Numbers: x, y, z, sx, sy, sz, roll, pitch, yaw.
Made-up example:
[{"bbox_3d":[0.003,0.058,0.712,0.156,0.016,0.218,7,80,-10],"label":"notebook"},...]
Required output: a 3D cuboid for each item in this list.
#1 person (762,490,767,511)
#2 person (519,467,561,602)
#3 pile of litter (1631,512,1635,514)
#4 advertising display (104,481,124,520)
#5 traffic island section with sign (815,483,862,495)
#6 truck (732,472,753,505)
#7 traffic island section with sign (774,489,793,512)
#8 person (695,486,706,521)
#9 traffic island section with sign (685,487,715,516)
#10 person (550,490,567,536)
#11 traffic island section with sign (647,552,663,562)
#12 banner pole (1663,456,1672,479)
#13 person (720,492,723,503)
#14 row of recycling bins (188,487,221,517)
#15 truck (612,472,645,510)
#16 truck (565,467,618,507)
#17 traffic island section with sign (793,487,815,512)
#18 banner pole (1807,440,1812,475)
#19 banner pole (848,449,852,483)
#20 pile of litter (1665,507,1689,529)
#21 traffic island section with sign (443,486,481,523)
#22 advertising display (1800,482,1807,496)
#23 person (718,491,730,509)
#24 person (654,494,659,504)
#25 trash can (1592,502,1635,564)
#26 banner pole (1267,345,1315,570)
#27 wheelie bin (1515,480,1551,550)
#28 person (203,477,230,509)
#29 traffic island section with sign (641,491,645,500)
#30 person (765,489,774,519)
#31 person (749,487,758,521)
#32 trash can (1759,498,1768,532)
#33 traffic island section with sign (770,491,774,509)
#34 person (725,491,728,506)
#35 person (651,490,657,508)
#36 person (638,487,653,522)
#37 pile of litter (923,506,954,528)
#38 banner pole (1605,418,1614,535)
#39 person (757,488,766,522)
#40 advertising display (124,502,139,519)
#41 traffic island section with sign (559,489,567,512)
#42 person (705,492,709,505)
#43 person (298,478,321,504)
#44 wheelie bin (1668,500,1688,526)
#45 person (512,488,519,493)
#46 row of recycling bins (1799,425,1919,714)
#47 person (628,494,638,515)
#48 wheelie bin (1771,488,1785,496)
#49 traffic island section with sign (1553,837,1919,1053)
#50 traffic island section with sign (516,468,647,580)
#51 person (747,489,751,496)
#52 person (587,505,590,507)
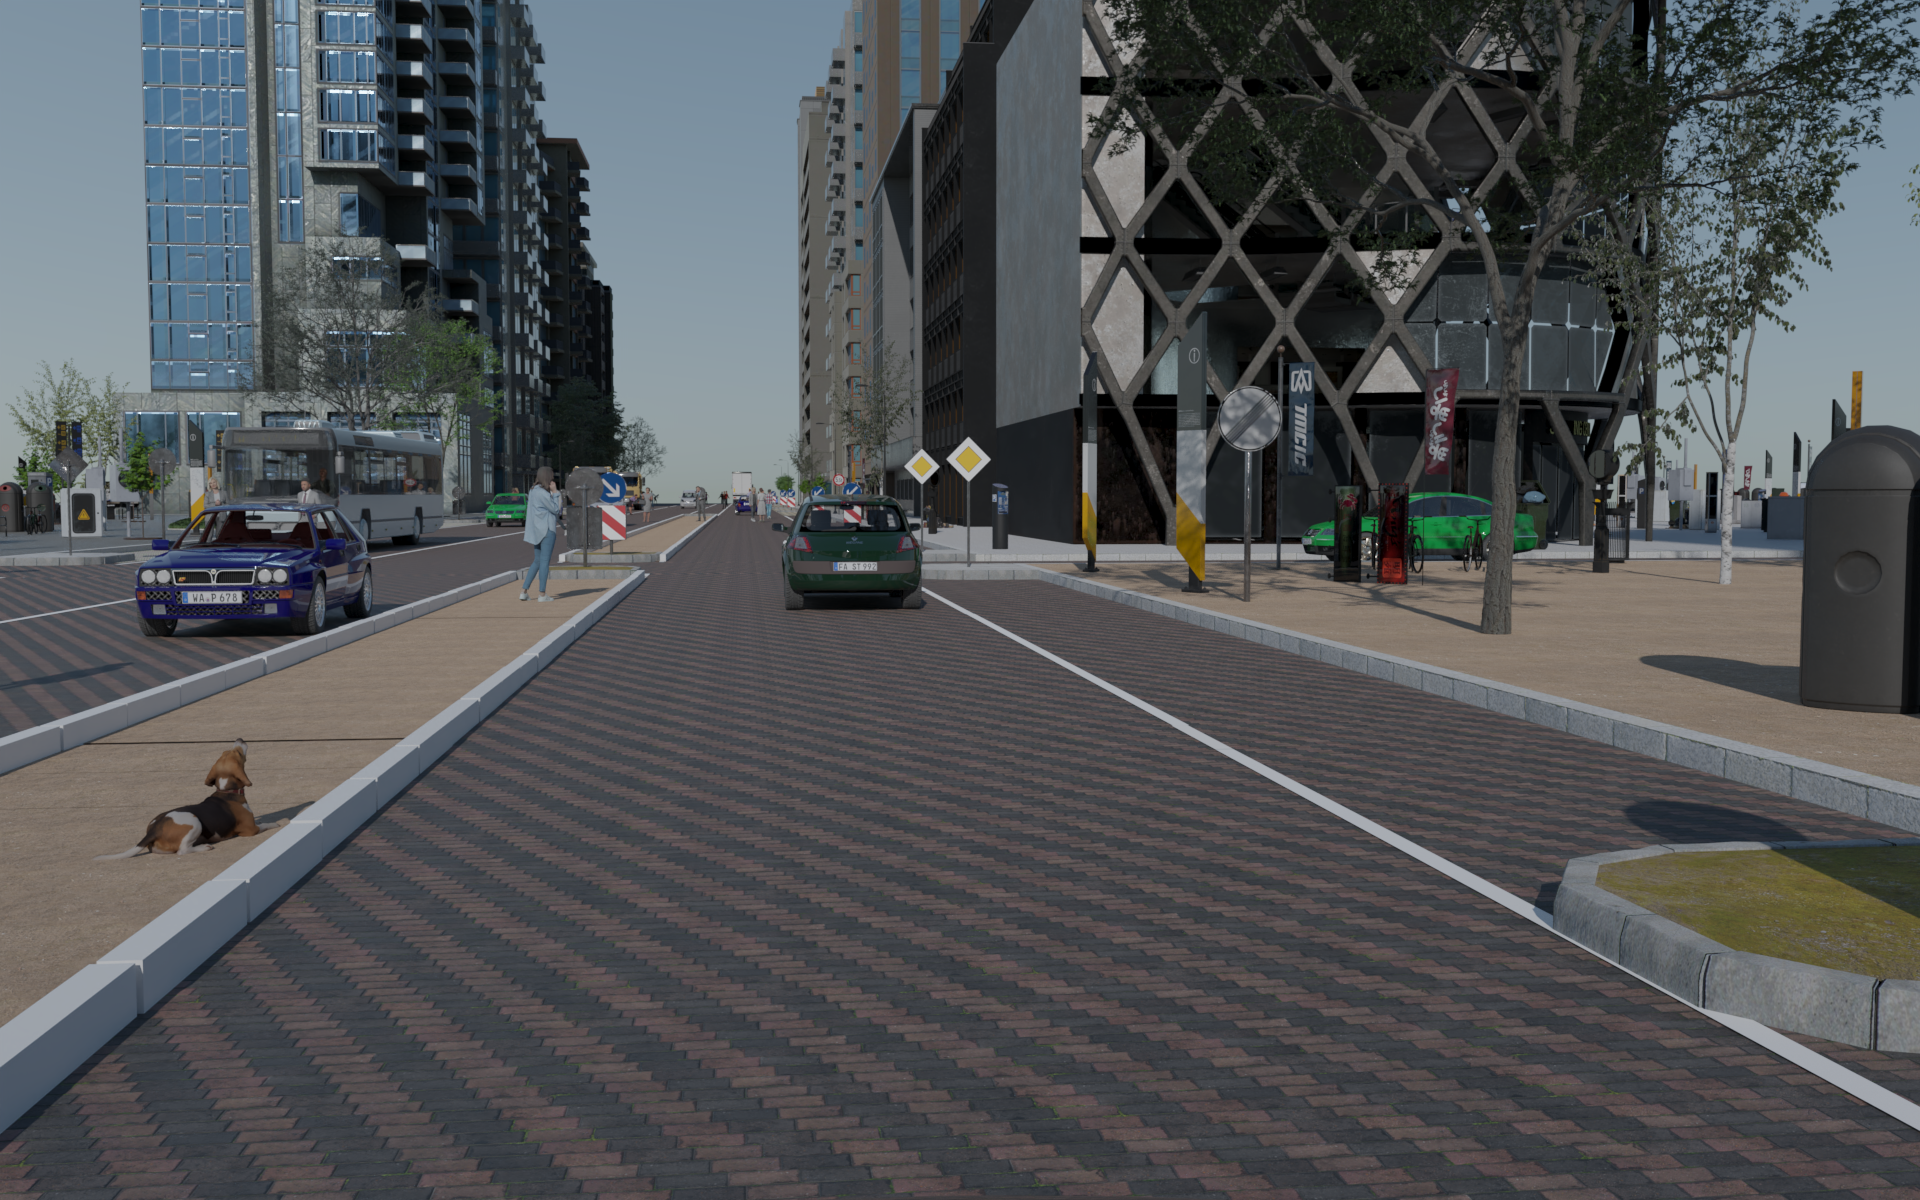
[{"bbox_3d":[-16.236,-8.255,143.914,0.683,1.767,0.568,-2,4,-31],"label":"person"},{"bbox_3d":[-5.579,-0.869,22.969,0.793,1.790,0.793,1,4,20],"label":"person"},{"bbox_3d":[44.886,-6.105,113.789,1.719,0.858,1.176,0,4,-7],"label":"pile of litter"},{"bbox_3d":[-42.739,-5.010,87.128,0.123,1.923,0.974,3,4,36],"label":"advertising display"},{"bbox_3d":[-3.919,-3.171,60.466,1.989,1.847,2.006,0,4,-7],"label":"traffic island section with sign"},{"bbox_3d":[-27.961,-14.280,222.385,2.839,4.237,11.283,0,4,-7],"label":"truck"},{"bbox_3d":[-13.450,-7.837,136.766,1.989,1.847,2.006,0,4,-7],"label":"traffic island section with sign"},{"bbox_3d":[-13.521,-5.010,90.217,0.655,1.846,0.447,1,4,20],"label":"person"},{"bbox_3d":[-16.755,-6.336,111.733,2.006,1.907,1.989,0,4,-7],"label":"traffic island section with sign"},{"bbox_3d":[-13.868,-3.129,59.501,0.661,1.843,0.795,3,5,44],"label":"person"},{"bbox_3d":[-7.433,-1.776,37.173,2.006,1.907,1.989,0,4,-7],"label":"traffic island section with sign"},{"bbox_3d":[46.486,-7.580,113.956,0.863,3.779,0.401,-1,4,-20],"label":"banner pole"},{"bbox_3d":[-36.882,-15.910,268.656,1.348,1.821,0.705,3,5,41],"label":"person"},{"bbox_3d":[-41.814,-5.470,96.547,3.534,1.692,1.069,3,4,37],"label":"row of recycling bins"},{"bbox_3d":[-29.639,-9.664,153.922,3.469,3.379,9.791,-1,4,-9],"label":"truck"},{"bbox_3d":[-26.226,-7.866,124.539,3.469,3.379,9.791,0,4,-7],"label":"truck"},{"bbox_3d":[-7.328,-4.840,87.769,1.989,1.847,2.006,0,4,-7],"label":"traffic island section with sign"},{"bbox_3d":[39.171,-5.497,79.890,0.401,3.779,0.863,3,4,39],"label":"banner pole"},{"bbox_3d":[-6.185,-6.541,96.959,0.401,3.779,0.863,1,4,11],"label":"banner pole"},{"bbox_3d":[26.949,-3.047,63.783,1.719,0.858,1.176,3,4,38],"label":"pile of litter"},{"bbox_3d":[-24.766,-4.704,85.535,1.989,1.847,2.006,0,4,-7],"label":"traffic island section with sign"},{"bbox_3d":[46.194,-5.456,94.425,0.974,1.923,0.123,0,4,-7],"label":"advertising display"},{"bbox_3d":[-22.499,-9.528,165.102,1.217,1.723,0.721,1,4,10],"label":"person"},{"bbox_3d":[-42.637,-14.174,243.437,0.799,1.438,0.628,-1,4,-9],"label":"person"},{"bbox_3d":[12.110,-1.253,32.143,0.748,1.137,0.748,0,3,0],"label":"trash can"},{"bbox_3d":[5.583,-2.392,29.120,0.863,3.779,0.401,3,4,38],"label":"banner pole"},{"bbox_3d":[13.179,-1.964,40.026,0.693,1.594,0.980,-1,4,-20],"label":"wheelie bin"},{"bbox_3d":[-15.943,-1.743,37.180,0.537,1.800,0.526,-2,4,-24],"label":"person"},{"bbox_3d":[-44.500,-14.372,243.604,1.989,1.847,2.006,0,4,-7],"label":"traffic island section with sign"},{"bbox_3d":[-11.210,-5.641,101.574,0.563,1.720,0.643,2,4,24],"label":"person"},{"bbox_3d":[-10.746,-5.016,90.690,0.709,1.800,0.728,-2,4,-29],"label":"person"},{"bbox_3d":[27.262,-2.847,58.201,0.748,1.137,0.748,0,3,0],"label":"trash can"},{"bbox_3d":[-16.889,-9.523,164.332,1.989,1.847,2.006,0,4,-7],"label":"traffic island section with sign"},{"bbox_3d":[-28.130,-12.226,208.332,0.705,1.831,1.348,-3,4,-36],"label":"person"},{"bbox_3d":[-32.385,-10.600,181.890,1.350,1.814,0.705,-1,4,-14],"label":"person"},{"bbox_3d":[-15.984,-4.842,88.029,0.716,1.782,0.532,0,4,-6],"label":"person"},{"bbox_3d":[-0.963,-3.166,65.730,1.176,0.858,1.719,-2,4,-34],"label":"pile of litter"},{"bbox_3d":[20.455,-3.948,54.570,0.401,3.779,0.863,0,4,2],"label":"banner pole"},{"bbox_3d":[-10.095,-4.821,87.889,0.480,1.755,0.524,-2,4,-32],"label":"person"},{"bbox_3d":[-42.382,-5.088,88.405,0.123,1.923,0.974,2,4,30],"label":"advertising display"},{"bbox_3d":[-30.927,-7.726,134.948,1.989,1.847,2.006,0,4,-7],"label":"traffic island section with sign"},{"bbox_3d":[-34.789,-13.945,237.188,1.217,1.739,0.721,2,4,33],"label":"person"},{"bbox_3d":[-14.268,-1.785,37.953,0.678,1.792,0.850,1,4,13],"label":"person"},{"bbox_3d":[29.087,-3.805,70.113,0.693,1.594,0.980,3,4,37],"label":"wheelie bin"},{"bbox_3d":[-26.945,-5.906,105.038,0.573,1.828,0.580,0,4,8],"label":"person"},{"bbox_3d":[6.148,-0.131,9.249,1.069,1.692,3.534,-2,4,-29],"label":"row of recycling bins"},{"bbox_3d":[-22.614,-6.599,119.632,0.697,1.427,0.421,-1,4,-15],"label":"person"},{"bbox_3d":[43.688,-5.178,92.573,0.980,1.594,0.693,3,5,44],"label":"wheelie bin"},{"bbox_3d":[2.983,0.202,5.325,1.989,1.847,2.006,0,4,-7],"label":"traffic island section with sign"},{"bbox_3d":[-6.524,-1.326,29.821,2.006,1.907,1.989,0,4,-7],"label":"traffic island section with sign"},{"bbox_3d":[-16.534,-7.814,136.123,0.709,1.838,0.599,-3,4,-36],"label":"person"},{"bbox_3d":[-15.707,-3.926,72.706,0.654,1.822,0.581,0,4,-7],"label":"person"}]
